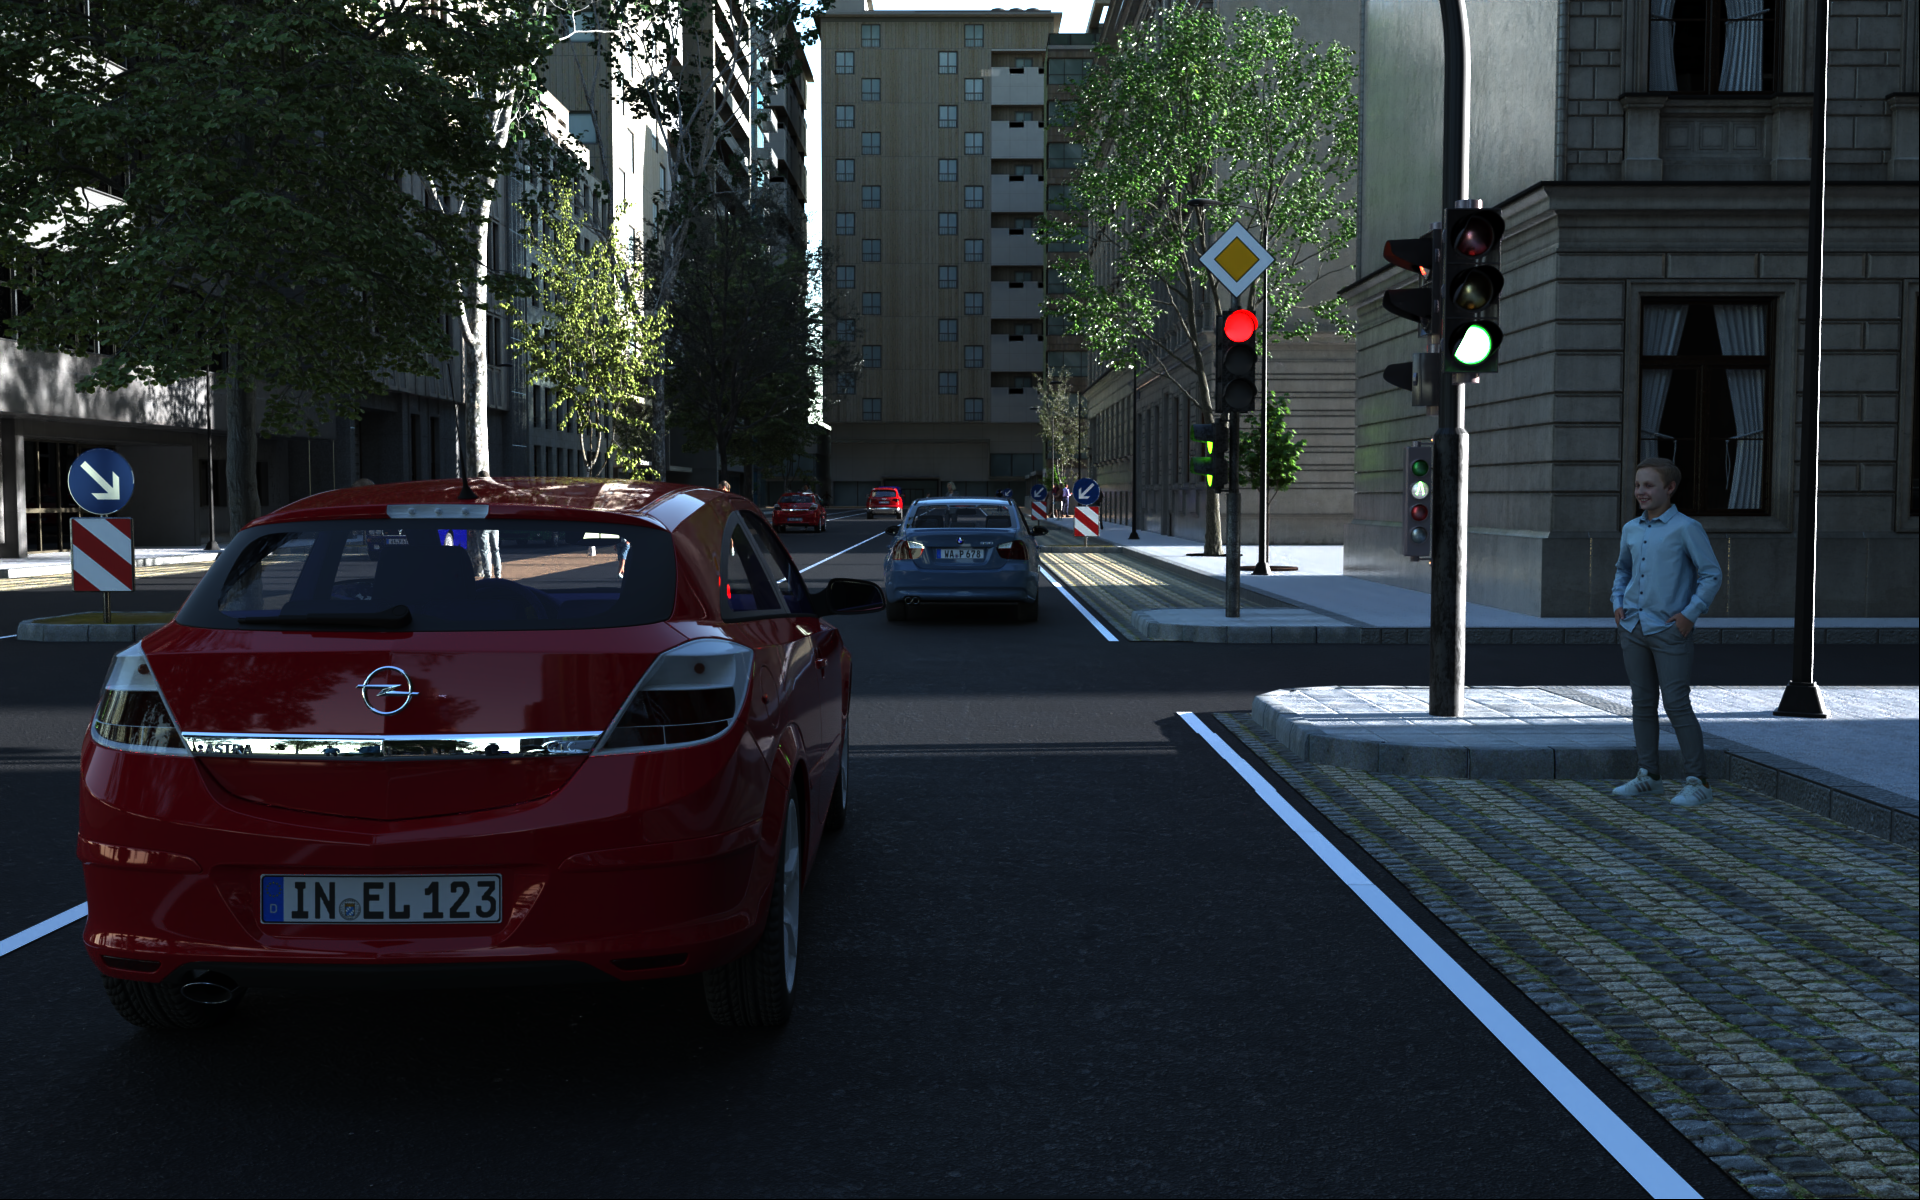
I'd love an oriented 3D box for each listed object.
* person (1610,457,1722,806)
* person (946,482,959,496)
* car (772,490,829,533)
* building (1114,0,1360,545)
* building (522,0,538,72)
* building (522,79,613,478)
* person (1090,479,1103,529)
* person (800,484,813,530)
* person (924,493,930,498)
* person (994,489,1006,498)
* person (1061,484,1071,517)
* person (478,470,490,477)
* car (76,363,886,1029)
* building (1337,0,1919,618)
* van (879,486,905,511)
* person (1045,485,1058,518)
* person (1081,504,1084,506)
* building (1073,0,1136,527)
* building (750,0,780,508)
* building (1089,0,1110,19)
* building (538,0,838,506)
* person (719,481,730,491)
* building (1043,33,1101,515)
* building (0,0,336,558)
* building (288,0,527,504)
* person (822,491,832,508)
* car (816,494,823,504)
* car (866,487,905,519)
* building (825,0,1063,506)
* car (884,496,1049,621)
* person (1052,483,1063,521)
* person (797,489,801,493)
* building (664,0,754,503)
[{"bbox_3d":[3.276,0.133,8.144,0.330,1.601,0.589,-1,4,-21],"label":"person"},{"bbox_3d":[-0.264,-2.617,51.466,0.537,1.800,0.526,3,5,44],"label":"person"},{"bbox_3d":[-6.051,-3.451,65.460,2.155,1.783,4.494,0,4,-1],"label":"car"},{"bbox_3d":[11.344,-13.242,52.657,11.583,22.565,21.152,0,4,0],"label":"building"},{"bbox_3d":[-32.117,-31.616,106.162,28.713,52.752,27.495,0,4,0],"label":"building"},{"bbox_3d":[-22.710,-13.686,78.520,10.420,20.320,16.860,0,4,0],"label":"building"},{"bbox_3d":[4.882,-3.478,62.868,0.622,1.834,0.822,-1,4,-13],"label":"person"},{"bbox_3d":[-5.946,-3.686,68.608,0.795,1.843,0.661,-2,4,-33],"label":"person"},{"bbox_3d":[-1.694,-4.830,90.067,0.523,1.515,0.503,-3,4,-38],"label":"person"},{"bbox_3d":[3.224,-8.080,140.623,1.348,1.822,0.705,1,4,15],"label":"person"},{"bbox_3d":[5.910,-5.491,95.682,0.709,1.838,0.599,3,5,43],"label":"person"},{"bbox_3d":[-7.603,-1.180,27.886,0.391,1.810,0.635,3,5,40],"label":"person"},{"bbox_3d":[-1.353,0.178,6.134,2.155,1.783,4.494,0,4,-1],"label":"car"},{"bbox_3d":[15.110,-9.629,22.060,19.286,19.102,10.561,0,4,0],"label":"building"},{"bbox_3d":[-5.681,-8.391,141.575,2.240,2.365,5.245,0,4,2],"label":"van"},{"bbox_3d":[5.074,-5.379,94.534,0.990,1.755,0.434,1,4,22],"label":"person"},{"bbox_3d":[7.143,-5.740,100.423,0.617,1.759,0.750,1,4,14],"label":"person"},{"bbox_3d":[14.012,-14.979,78.196,16.112,22.955,30.059,0,4,0],"label":"building"},{"bbox_3d":[-32.250,-32.884,157.257,30.456,49.044,23.786,0,4,0],"label":"building"},{"bbox_3d":[21.694,-26.895,131.622,32.217,40.220,23.993,0,4,0],"label":"building"},{"bbox_3d":[-28.692,-36.814,191.143,27.495,52.752,28.713,0,4,0],"label":"building"},{"bbox_3d":[-5.305,-1.821,39.022,0.466,1.731,0.760,0,4,6],"label":"person"},{"bbox_3d":[12.349,-20.851,112.610,14.160,30.474,14.107,0,4,0],"label":"building"},{"bbox_3d":[-24.576,-13.123,33.624,14.314,24.678,30.058,0,4,0],"label":"building"},{"bbox_3d":[-23.339,-14.719,58.683,12.078,24.808,19.932,0,4,0],"label":"building"},{"bbox_3d":[-13.415,-10.113,174.678,1.217,1.723,0.721,0,4,3],"label":"person"},{"bbox_3d":[-10.518,-6.646,120.465,2.131,1.459,4.920,0,4,1],"label":"car"},{"bbox_3d":[-4.363,-5.618,100.526,2.281,1.827,5.304,0,4,-1],"label":"car"},{"bbox_3d":[-1.175,-36.785,190.666,27.495,52.752,28.713,0,4,0],"label":"building"},{"bbox_3d":[0.067,-0.541,20.848,2.014,1.417,4.499,0,4,2],"label":"car"},{"bbox_3d":[4.752,-4.767,83.957,0.580,1.828,0.573,1,4,18],"label":"person"},{"bbox_3d":[-13.939,-8.660,149.959,0.709,1.838,0.599,0,4,-3],"label":"person"},{"bbox_3d":[-27.688,-31.015,130.791,21.300,48.544,21.600,0,4,0],"label":"building"}]
